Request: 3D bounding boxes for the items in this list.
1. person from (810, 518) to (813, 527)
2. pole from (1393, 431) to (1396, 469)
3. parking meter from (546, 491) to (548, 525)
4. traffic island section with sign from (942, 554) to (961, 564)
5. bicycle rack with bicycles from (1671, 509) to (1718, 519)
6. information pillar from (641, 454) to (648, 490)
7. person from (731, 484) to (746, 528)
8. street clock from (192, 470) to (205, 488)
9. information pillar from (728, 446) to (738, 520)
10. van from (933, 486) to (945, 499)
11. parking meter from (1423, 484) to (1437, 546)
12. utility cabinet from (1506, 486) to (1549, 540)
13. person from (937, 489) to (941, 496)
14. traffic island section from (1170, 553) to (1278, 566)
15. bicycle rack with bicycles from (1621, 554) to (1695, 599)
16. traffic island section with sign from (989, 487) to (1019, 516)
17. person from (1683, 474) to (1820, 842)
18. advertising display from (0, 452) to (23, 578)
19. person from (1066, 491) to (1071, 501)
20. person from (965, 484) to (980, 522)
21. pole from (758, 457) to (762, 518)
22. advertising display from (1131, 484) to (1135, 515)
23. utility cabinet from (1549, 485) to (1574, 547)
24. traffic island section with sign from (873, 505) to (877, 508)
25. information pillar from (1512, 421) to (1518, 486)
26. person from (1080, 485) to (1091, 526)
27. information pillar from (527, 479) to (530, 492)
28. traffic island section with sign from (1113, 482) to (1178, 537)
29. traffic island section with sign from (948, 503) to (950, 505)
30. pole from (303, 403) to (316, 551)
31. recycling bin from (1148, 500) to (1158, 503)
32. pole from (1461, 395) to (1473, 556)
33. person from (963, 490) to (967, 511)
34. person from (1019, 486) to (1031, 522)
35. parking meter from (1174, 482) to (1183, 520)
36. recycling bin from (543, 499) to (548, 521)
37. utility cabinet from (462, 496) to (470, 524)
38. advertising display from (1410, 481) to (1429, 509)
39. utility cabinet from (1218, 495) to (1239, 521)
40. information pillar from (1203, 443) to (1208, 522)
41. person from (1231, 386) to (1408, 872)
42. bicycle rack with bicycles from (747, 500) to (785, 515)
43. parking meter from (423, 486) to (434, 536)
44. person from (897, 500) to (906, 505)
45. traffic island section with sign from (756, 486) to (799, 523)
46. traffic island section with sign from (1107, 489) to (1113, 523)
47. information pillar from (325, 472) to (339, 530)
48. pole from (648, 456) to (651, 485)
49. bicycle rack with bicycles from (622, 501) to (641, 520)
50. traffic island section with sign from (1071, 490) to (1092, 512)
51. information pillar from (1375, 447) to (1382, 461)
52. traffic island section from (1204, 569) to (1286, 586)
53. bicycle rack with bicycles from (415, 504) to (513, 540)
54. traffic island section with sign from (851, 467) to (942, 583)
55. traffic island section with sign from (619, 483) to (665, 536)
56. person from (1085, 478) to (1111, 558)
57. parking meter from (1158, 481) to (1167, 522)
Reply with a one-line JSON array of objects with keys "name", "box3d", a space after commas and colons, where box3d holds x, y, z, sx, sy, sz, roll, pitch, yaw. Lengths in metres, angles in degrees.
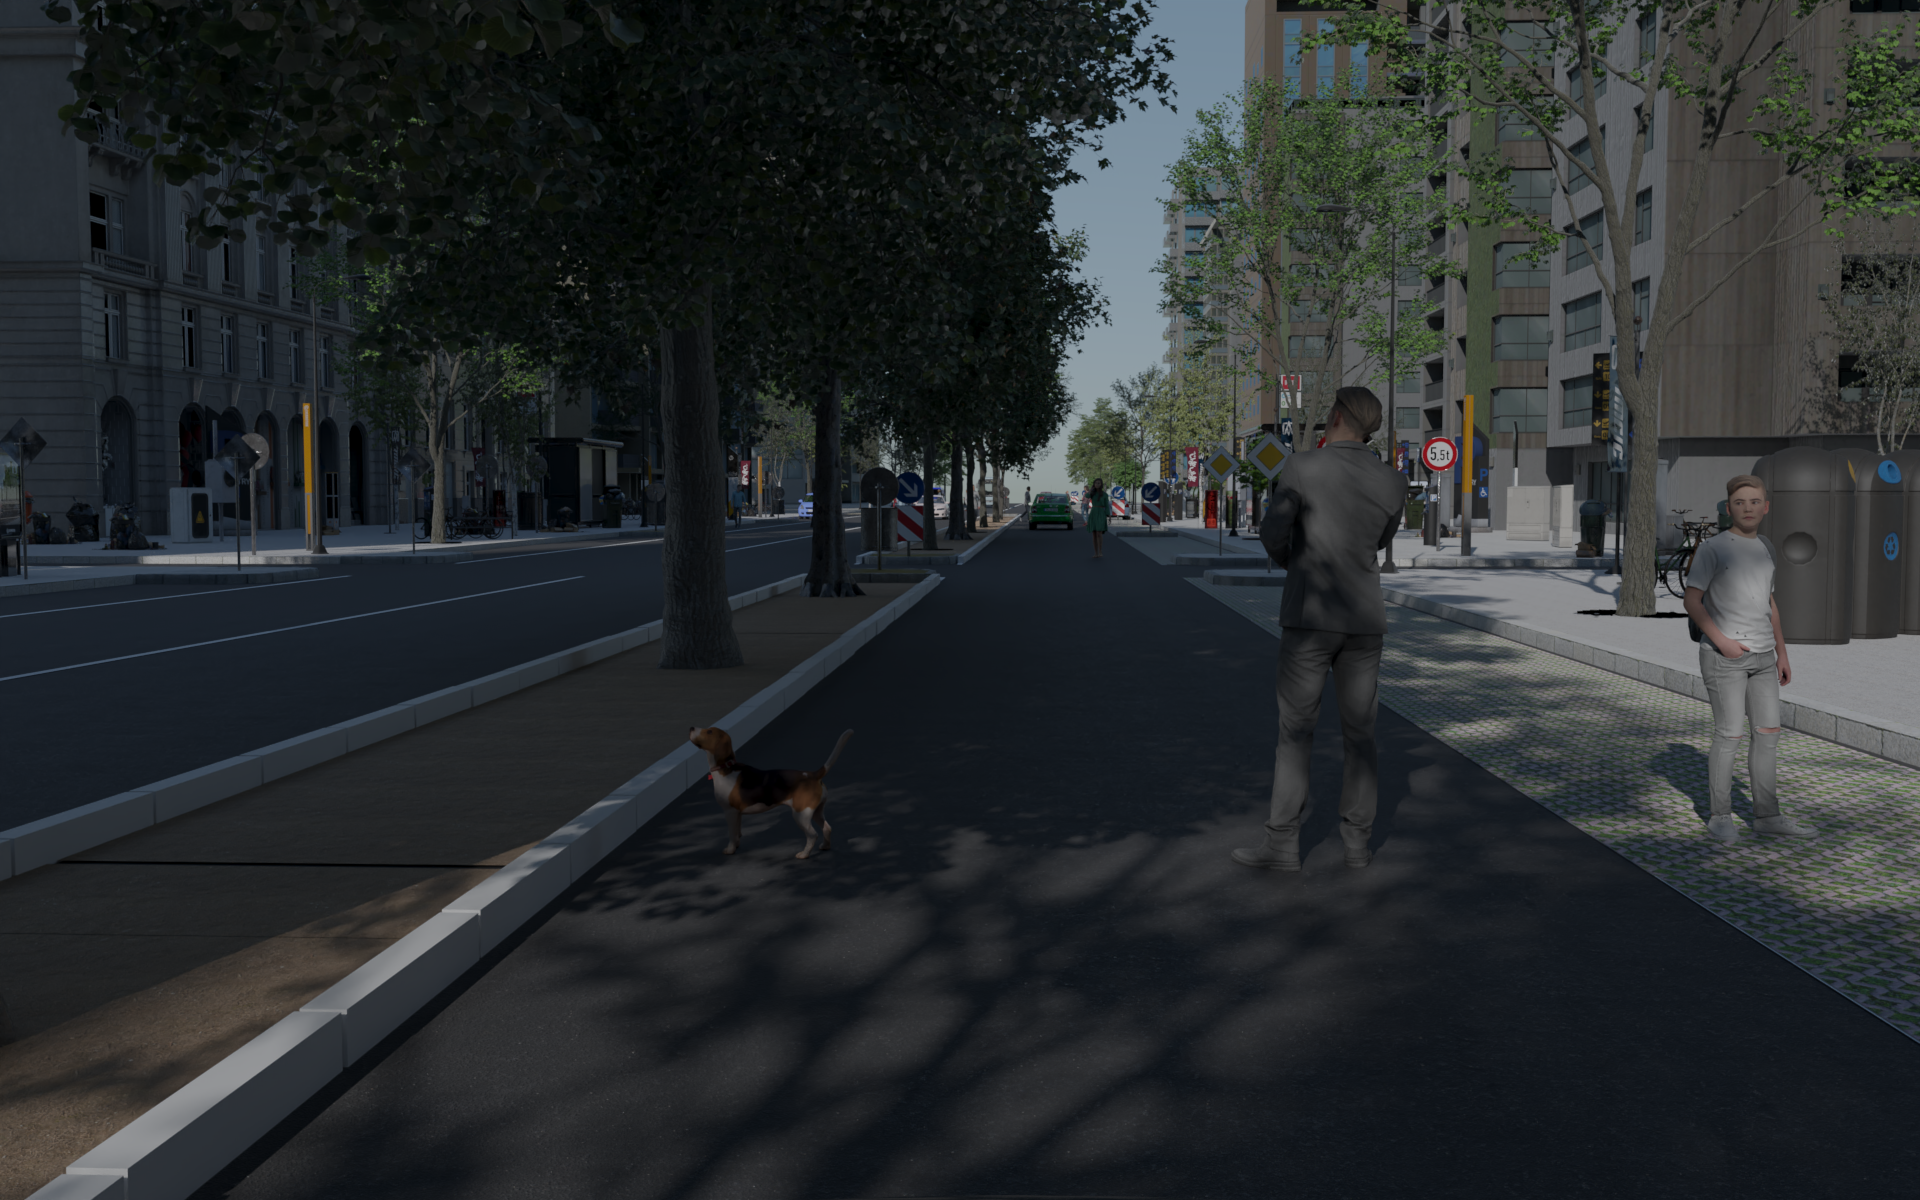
[{"name": "person", "box3d": [-6.027, -4.004, 74.357, 0.834, 1.777, 0.661, 0, 4, 8]}, {"name": "pole", "box3d": [14.024, -3.808, 56.097, 0.158, 3.312, 0.155, 0, 3, 0]}, {"name": "parking meter", "box3d": [-16.993, -3.887, 71.966, 0.372, 1.533, 0.369, 0, 3, 0]}, {"name": "traffic island section with sign", "box3d": [-1.010, -1.708, 36.070, 2.006, 1.907, 1.989, 0, 4, 3]}, {"name": "bicycle rack with bicycles", "box3d": [16.877, -1.648, 40.322, 2.852, 0.926, 2.925, -2, 4, -32]}, {"name": "information pillar", "box3d": [-18.587, -6.778, 102.177, 0.504, 3.616, 0.183, 1, 4, 21]}, {"name": "person", "box3d": [-9.319, -3.953, 72.993, 0.638, 1.841, 0.748, 0, 4, 2]}, {"name": "street clock", "box3d": [-22.574, -2.868, 51.470, 0.471, 2.002, 0.358, 2, 4, 33]}, {"name": "information pillar", "box3d": [-11.161, -5.741, 85.212, 0.504, 3.616, 0.183, 0, 4, 5]}, {"name": "van", "box3d": [-2.454, -9.311, 156.611, 2.240, 2.365, 5.245, 0, 4, 4]}, {"name": "parking meter", "box3d": [11.770, -2.130, 43.234, 0.372, 1.533, 0.369, 0, 3, 0]}, {"name": "utility cabinet", "box3d": [15.614, -2.382, 47.620, 0.318, 1.500, 1.173, -3, 4, -37]}, {"name": "person", "box3d": [-1.711, -8.113, 141.225, 0.705, 1.814, 1.350, 0, 4, -7]}, {"name": "traffic island section", "box3d": [5.445, -0.844, 36.078, 2.009, 0.180, 2.903, 0, 4, 3]}, {"name": "bicycle rack with bicycles", "box3d": [9.382, -0.458, 20.863, 2.925, 0.926, 2.852, 0, 4, -7]}, {"name": "traffic island section with sign", "box3d": [2.845, -6.298, 111.110, 2.006, 1.907, 1.989, 0, 4, 3]}, {"name": "person", "box3d": [3.262, 0.239, 7.181, 0.523, 1.515, 0.503, 3, 5, 39]}, {"name": "advertising display", "box3d": [-14.849, -1.332, 26.985, 0.123, 1.923, 0.974, -1, 4, -10]}, {"name": "person", "box3d": [10.363, -9.604, 166.083, 0.434, 1.755, 0.990, 3, 4, 37]}, {"name": "person", "box3d": [0.513, -3.892, 71.980, 0.661, 1.843, 0.795, -1, 4, -8]}, {"name": "pole", "box3d": [-10.888, -6.146, 94.334, 0.158, 3.312, 0.155, 0, 3, 0]}, {"name": "advertising display", "box3d": [10.669, -6.230, 107.069, 0.123, 1.923, 0.974, 0, 4, -1]}, {"name": "utility cabinet", "box3d": [14.530, -2.025, 41.786, 0.318, 1.500, 1.173, 1, 4, 11]}, {"name": "traffic island section with sign", "box3d": [-6.550, -7.826, 136.578, 1.989, 1.847, 2.006, 0, 4, 3]}, {"name": "information pillar", "box3d": [17.694, -3.906, 55.217, 0.183, 3.616, 0.504, 1, 4, 9]}, {"name": "person", "box3d": [5.638, -4.246, 77.935, 0.555, 1.821, 0.388, 3, 5, 42]}, {"name": "information pillar", "box3d": [-21.114, -4.939, 85.236, 0.304, 2.012, 0.304, -2, 4, -35]}, {"name": "traffic island section with sign", "box3d": [6.254, -3.028, 58.130, 1.989, 1.847, 2.006, 0, 4, 3]}, {"name": "traffic island section with sign", "box3d": [-0.922, -14.513, 245.911, 1.989, 1.847, 2.006, 0, 4, 3]}, {"name": "pole", "box3d": [-14.678, -2.766, 39.070, 0.158, 3.312, 0.155, 0, 3, 0]}, {"name": "recycling bin", "box3d": [11.464, -5.441, 101.516, 0.722, 1.027, 0.722, 1, 4, 21]}, {"name": "pole", "box3d": [10.482, -2.566, 35.794, 0.158, 3.312, 0.155, 0, 3, 0]}, {"name": "person", "box3d": [0.569, -8.433, 146.406, 0.705, 1.821, 1.348, 1, 4, 17]}, {"name": "person", "box3d": [3.428, -5.003, 90.150, 0.795, 1.843, 0.661, 0, 4, 7]}, {"name": "parking meter", "box3d": [10.707, -4.844, 84.918, 0.399, 1.863, 0.255, -2, 4, -32]}, {"name": "recycling bin", "box3d": [-19.498, -4.284, 82.589, 0.722, 1.027, 0.722, 3, 4, 37]}, {"name": "utility cabinet", "box3d": [-20.992, -3.816, 73.549, 0.306, 1.237, 1.020, -1, 4, -14]}, {"name": "advertising display", "box3d": [22.072, -4.771, 83.226, 0.974, 1.923, 0.123, 3, 5, 43]}, {"name": "utility cabinet", "box3d": [13.010, -4.454, 83.983, 1.020, 1.237, 0.306, 1, 4, 22]}, {"name": "information pillar", "box3d": [11.134, -5.330, 78.503, 0.183, 3.616, 0.504, -1, 4, -9]}, {"name": "person", "box3d": [1.389, 0.096, 6.730, 0.655, 1.846, 0.447, -1, 4, -14]}, {"name": "bicycle rack with bicycles", "box3d": [-12.262, -5.795, 108.130, 2.925, 0.926, 2.852, -2, 4, -23]}, {"name": "parking meter", "box3d": [-16.083, -2.702, 52.581, 0.372, 1.533, 0.369, 0, 3, 0]}, {"name": "person", "box3d": [-2.966, -4.859, 88.212, 0.793, 1.790, 0.793, 1, 4, 23]}, {"name": "traffic island section with sign", "box3d": [-9.113, -4.778, 86.756, 1.989, 1.847, 2.006, 0, 4, 3]}, {"name": "traffic island section with sign", "box3d": [7.647, -4.683, 85.194, 1.989, 1.847, 2.006, 0, 4, 3]}, {"name": "information pillar", "box3d": [-21.166, -3.296, 58.385, 0.304, 2.012, 0.304, 1, 4, 12]}, {"name": "pole", "box3d": [-16.546, -6.031, 92.445, 0.158, 3.312, 0.155, 0, 3, 0]}, {"name": "bicycle rack with bicycles", "box3d": [-16.734, -4.375, 84.906, 2.925, 0.926, 2.852, 3, 5, 41]}, {"name": "traffic island section with sign", "box3d": [11.658, -9.438, 162.938, 1.989, 1.847, 2.006, 0, 4, 3]}, {"name": "information pillar", "box3d": [20.638, -5.761, 85.547, 0.183, 3.616, 0.504, -1, 4, -17]}, {"name": "traffic island section", "box3d": [5.035, -0.356, 28.104, 2.009, 0.180, 2.903, 0, 4, 3]}, {"name": "bicycle rack with bicycles", "box3d": [-14.143, -2.202, 49.388, 2.925, 0.926, 2.852, -2, 4, -34]}, {"name": "traffic island section with sign", "box3d": [-1.401, -1.256, 28.673, 2.006, 1.907, 1.989, 0, 4, 3]}, {"name": "traffic island section with sign", "box3d": [-10.521, -3.113, 59.522, 1.989, 1.847, 2.006, 0, 4, 3]}, {"name": "person", "box3d": [3.103, -1.838, 38.799, 0.600, 1.795, 0.529, 1, 4, 9]}, {"name": "parking meter", "box3d": [9.148, -4.440, 78.312, 0.255, 1.863, 0.399, 2, 4, 32]}]
